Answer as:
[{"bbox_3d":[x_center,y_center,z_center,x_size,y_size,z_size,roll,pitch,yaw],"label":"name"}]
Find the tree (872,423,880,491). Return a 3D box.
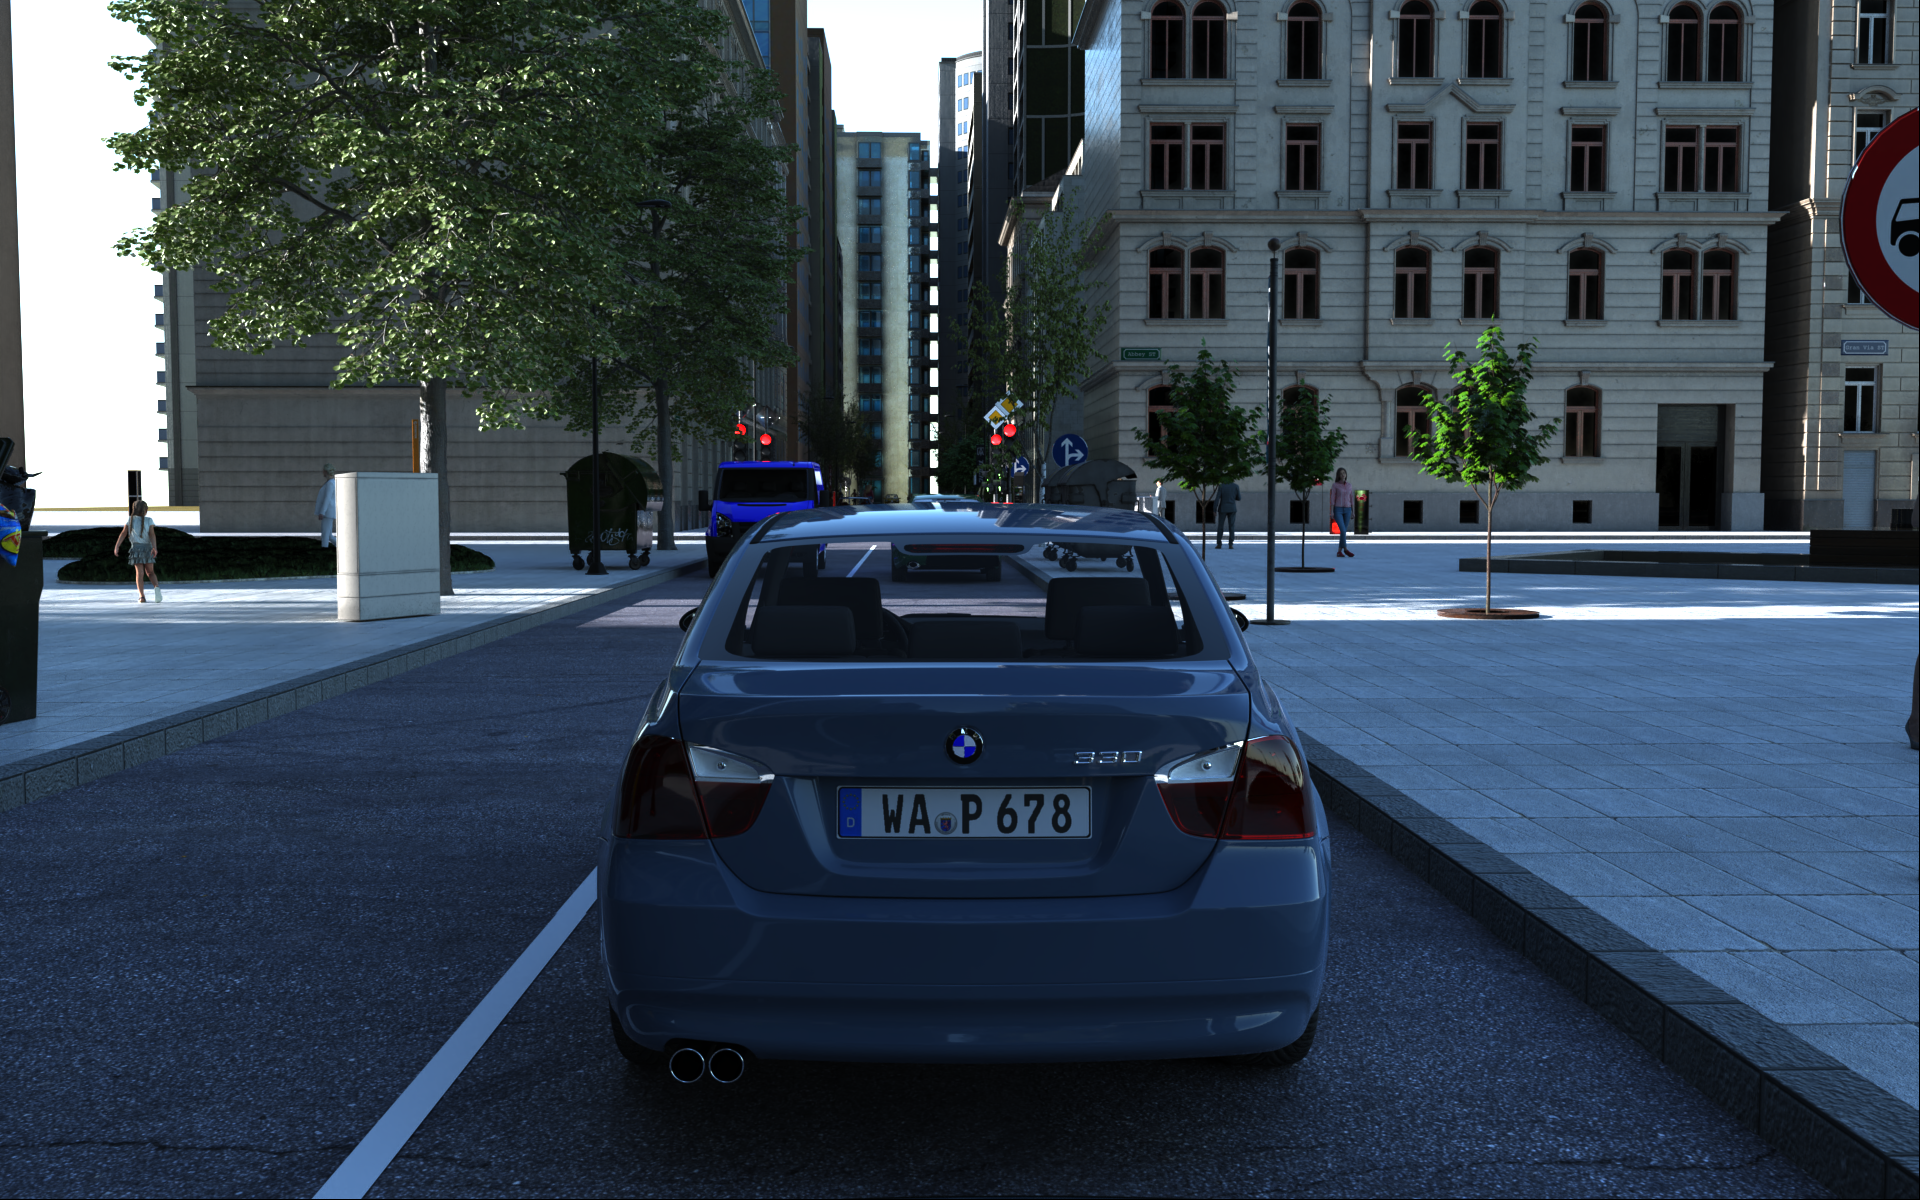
[{"bbox_3d":[-8.878,-11.289,134.940,4.737,8.622,4.395,0,3,0],"label":"tree"}]

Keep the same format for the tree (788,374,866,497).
[{"bbox_3d":[-8.469,-9.584,107.064,4.360,8.622,3.978,0,3,0],"label":"tree"}]

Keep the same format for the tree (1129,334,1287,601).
[{"bbox_3d":[2.859,-1.623,21.135,1.663,3.219,1.824,0,3,0],"label":"tree"}]

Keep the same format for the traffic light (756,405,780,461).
[{"bbox_3d":[-6.051,-4.009,54.461,0.839,4.253,0.868,0,4,-1],"label":"traffic light"}]

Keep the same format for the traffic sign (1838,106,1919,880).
[{"bbox_3d":[3.225,-0.340,5.668,0.768,2.556,0.104,0,4,3],"label":"traffic sign"}]

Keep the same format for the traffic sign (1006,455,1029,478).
[{"bbox_3d":[1.879,-3.471,56.852,0.768,2.556,0.104,0,4,1],"label":"traffic sign"}]

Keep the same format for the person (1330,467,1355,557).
[{"bbox_3d":[7.759,-1.783,35.212,0.555,1.821,0.388,-2,4,-26],"label":"person"}]

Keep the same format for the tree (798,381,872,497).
[{"bbox_3d":[-8.499,-10.003,113.906,4.737,8.622,4.395,0,3,0],"label":"tree"}]

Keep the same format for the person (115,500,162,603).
[{"bbox_3d":[-9.672,-0.570,20.375,0.505,1.210,0.382,-1,4,-22],"label":"person"}]

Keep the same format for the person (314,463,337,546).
[{"bbox_3d":[-11.508,-1.580,31.752,0.818,1.842,0.514,-3,5,-40],"label":"person"}]

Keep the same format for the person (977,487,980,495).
[{"bbox_3d":[0.968,-4.501,80.639,0.522,1.701,0.512,2,4,30],"label":"person"}]

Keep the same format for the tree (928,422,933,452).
[{"bbox_3d":[0.296,-10.066,114.948,4.737,8.622,4.395,0,3,0],"label":"tree"}]

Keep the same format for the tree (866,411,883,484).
[{"bbox_3d":[-8.031,-10.342,119.457,4.360,8.622,3.978,0,3,0],"label":"tree"}]

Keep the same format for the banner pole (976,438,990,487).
[{"bbox_3d":[1.080,-5.326,77.094,0.863,3.779,0.401,2,4,25],"label":"banner pole"}]

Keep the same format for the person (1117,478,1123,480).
[{"bbox_3d":[4.989,-2.922,54.155,0.374,1.781,0.599,1,4,20],"label":"person"}]

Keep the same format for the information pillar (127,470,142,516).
[{"bbox_3d":[-25.248,-2.968,53.014,0.304,2.012,0.304,0,4,-2],"label":"information pillar"}]

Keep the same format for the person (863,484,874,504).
[{"bbox_3d":[-3.733,-3.789,70.432,0.573,1.828,0.580,-3,5,-39],"label":"person"}]

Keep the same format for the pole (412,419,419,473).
[{"bbox_3d":[-14.870,-3.274,47.373,0.158,3.312,0.155,0,3,0],"label":"pole"}]

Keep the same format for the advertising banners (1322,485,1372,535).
[{"bbox_3d":[11.997,-3.587,54.841,2.074,3.025,0.090,2,4,24],"label":"advertising banners"}]

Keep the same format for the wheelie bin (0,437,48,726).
[{"bbox_3d":[-5.606,-0.110,9.706,0.980,1.594,0.693,0,4,7],"label":"wheelie bin"}]

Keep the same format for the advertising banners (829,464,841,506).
[{"bbox_3d":[-7.359,-6.449,101.625,0.090,3.025,2.074,-1,4,-22],"label":"advertising banners"}]

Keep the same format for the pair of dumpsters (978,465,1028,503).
[{"bbox_3d":[1.493,-3.543,60.423,1.574,2.255,4.437,0,4,-1],"label":"pair of dumpsters"}]

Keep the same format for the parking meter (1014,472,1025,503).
[{"bbox_3d":[1.561,-2.449,45.754,0.255,1.863,0.399,0,4,8],"label":"parking meter"}]

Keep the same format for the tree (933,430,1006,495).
[{"bbox_3d":[0.696,-6.692,93.121,4.285,4.588,4.351,0,3,0],"label":"tree"}]

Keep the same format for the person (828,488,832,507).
[{"bbox_3d":[-10.123,-7.903,135.770,0.721,1.766,1.217,0,4,-7],"label":"person"}]

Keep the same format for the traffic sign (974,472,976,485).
[{"bbox_3d":[0.927,-4.722,79.332,0.606,2.300,0.079,0,4,-1],"label":"traffic sign"}]

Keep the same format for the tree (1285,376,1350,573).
[{"bbox_3d":[5.564,-2.085,28.697,1.663,3.219,1.824,0,3,0],"label":"tree"}]

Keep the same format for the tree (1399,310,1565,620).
[{"bbox_3d":[5.669,-1.442,18.176,1.663,3.219,1.824,0,3,0],"label":"tree"}]

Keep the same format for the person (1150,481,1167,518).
[{"bbox_3d":[6.466,-3.081,56.621,0.583,1.804,0.606,2,4,30],"label":"person"}]

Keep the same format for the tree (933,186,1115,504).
[{"bbox_3d":[1.909,-5.599,41.906,4.737,8.622,4.395,0,3,0],"label":"tree"}]

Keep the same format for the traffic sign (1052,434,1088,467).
[{"bbox_3d":[2.324,-2.238,36.697,0.768,2.556,0.104,0,4,-1],"label":"traffic sign"}]

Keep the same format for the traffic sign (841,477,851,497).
[{"bbox_3d":[-8.512,-7.922,129.637,0.768,2.556,0.104,0,4,1],"label":"traffic sign"}]

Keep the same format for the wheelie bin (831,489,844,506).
[{"bbox_3d":[-8.317,-6.721,117.801,0.693,1.594,0.980,2,4,24],"label":"wheelie bin"}]

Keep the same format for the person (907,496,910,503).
[{"bbox_3d":[-2.798,-5.028,94.985,0.640,1.303,0.475,-2,4,-34],"label":"person"}]

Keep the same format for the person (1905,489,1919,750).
[{"bbox_3d":[5.074,-0.145,8.761,0.599,1.781,0.374,0,4,-8],"label":"person"}]

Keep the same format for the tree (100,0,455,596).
[{"bbox_3d":[-6.836,-6.356,22.046,7.486,12.596,7.792,0,3,0],"label":"tree"}]

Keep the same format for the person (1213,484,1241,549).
[{"bbox_3d":[6.257,-2.107,40.676,0.661,1.801,0.590,0,4,-7],"label":"person"}]

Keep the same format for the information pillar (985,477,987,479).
[{"bbox_3d":[1.194,-3.888,68.061,0.304,2.012,0.304,-2,4,-31],"label":"information pillar"}]

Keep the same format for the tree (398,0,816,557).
[{"bbox_3d":[-6.909,-7.394,39.022,7.486,12.596,7.792,0,3,0],"label":"tree"}]

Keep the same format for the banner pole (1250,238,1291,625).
[{"bbox_3d":[3.090,-1.665,17.247,0.401,3.779,0.863,0,4,5],"label":"banner pole"}]

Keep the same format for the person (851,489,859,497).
[{"bbox_3d":[-9.727,-9.438,161.059,1.217,1.736,0.721,3,5,41],"label":"person"}]
